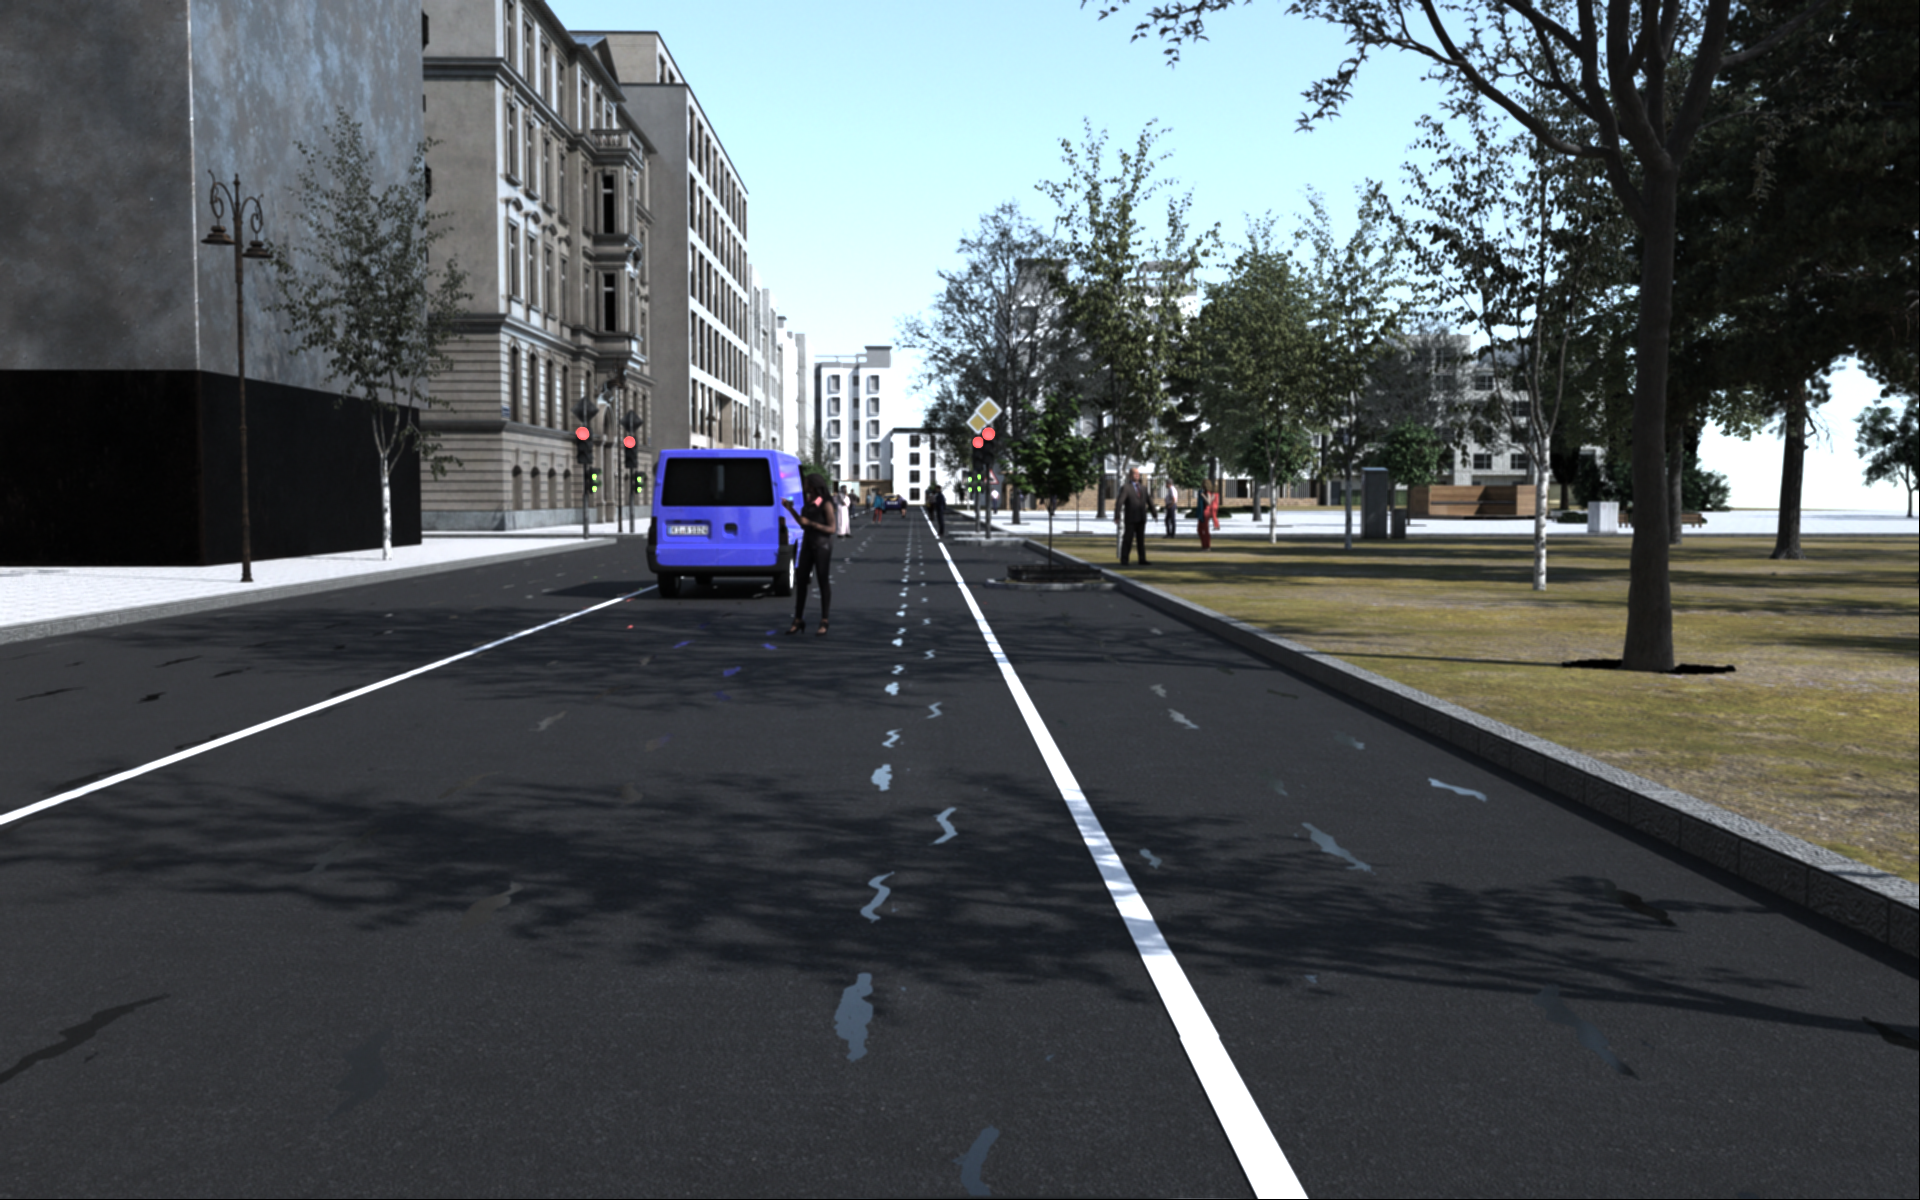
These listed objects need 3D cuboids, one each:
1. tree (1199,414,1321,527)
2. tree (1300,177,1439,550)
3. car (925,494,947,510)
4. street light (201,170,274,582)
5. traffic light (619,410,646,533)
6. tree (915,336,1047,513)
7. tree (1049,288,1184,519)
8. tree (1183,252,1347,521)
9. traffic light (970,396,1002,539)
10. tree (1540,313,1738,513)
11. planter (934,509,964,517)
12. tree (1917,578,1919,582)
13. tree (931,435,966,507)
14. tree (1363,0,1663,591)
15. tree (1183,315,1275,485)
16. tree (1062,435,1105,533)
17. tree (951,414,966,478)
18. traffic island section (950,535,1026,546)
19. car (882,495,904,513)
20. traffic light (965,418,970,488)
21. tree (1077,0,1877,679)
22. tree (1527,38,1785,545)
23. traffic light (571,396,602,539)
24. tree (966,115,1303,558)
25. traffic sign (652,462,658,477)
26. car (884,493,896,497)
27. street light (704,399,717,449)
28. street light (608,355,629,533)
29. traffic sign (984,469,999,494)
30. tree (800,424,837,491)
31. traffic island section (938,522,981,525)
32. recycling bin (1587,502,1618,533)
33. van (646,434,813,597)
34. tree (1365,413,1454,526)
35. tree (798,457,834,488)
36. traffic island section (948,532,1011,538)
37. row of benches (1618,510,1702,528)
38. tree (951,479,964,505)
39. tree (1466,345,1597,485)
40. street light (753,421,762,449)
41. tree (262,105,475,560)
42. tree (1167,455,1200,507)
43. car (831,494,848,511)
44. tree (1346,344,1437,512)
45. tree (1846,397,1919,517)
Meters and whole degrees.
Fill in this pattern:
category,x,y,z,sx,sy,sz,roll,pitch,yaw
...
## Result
category,x,y,z,sx,sy,sz,roll,pitch,yaw
tree,12.468,-5.164,68.150,4.285,4.588,4.351,0,3,0
tree,8.718,-5.467,39.741,4.737,8.622,4.395,0,3,0
car,-2.169,-8.892,155.599,2.015,1.641,3.980,0,4,-1
street light,-10.425,-3.202,25.138,0.468,5.910,1.993,0,4,-1
traffic light,-10.784,-4.140,56.942,0.839,4.213,0.868,0,4,-1
tree,1.704,-10.316,103.081,8.767,10.594,7.601,0,4,-2
tree,7.429,-10.309,90.600,6.751,12.117,7.091,0,3,0
tree,14.159,-9.967,81.080,7.486,12.596,7.792,0,3,0
traffic light,0.782,-3.671,49.271,0.839,4.213,0.868,0,4,-1
tree,48.061,-13.511,122.733,13.155,14.587,18.604,2,4,25
planter,-0.741,-5.371,108.952,1.991,0.319,1.994,0,4,-1
tree,14.189,-6.266,24.510,6.751,12.117,7.091,0,3,0
tree,-0.549,-13.597,172.665,4.360,8.622,3.978,0,3,0
tree,7.690,-4.446,23.050,4.360,8.622,3.978,0,3,0
tree,14.553,-10.875,99.862,6.751,12.117,7.091,0,3,0
tree,3.993,-3.802,56.768,1.663,3.219,1.824,0,3,0
tree,0.776,-11.274,134.687,4.737,8.622,4.395,0,3,0
traffic island section,0.823,-1.658,49.385,2.009,0.180,2.903,0,4,-1
car,-5.009,-7.171,129.830,1.945,1.354,3.894,0,3,0
traffic light,0.573,-4.160,57.254,0.839,4.213,0.868,0,4,-1
tree,5.029,-6.240,12.399,12.009,13.543,11.850,0,3,0
tree,18.556,-7.673,43.580,7.486,12.596,7.792,0,3,0
traffic light,-10.575,-3.652,48.959,0.839,4.213,0.868,0,4,-1
tree,3.392,-5.125,34.157,4.737,8.622,4.395,0,3,0
traffic sign,-11.271,-4.004,65.579,0.768,2.556,0.104,0,4,5
car,-6.818,-9.835,171.030,2.015,1.641,3.980,0,4,0
street light,-11.904,-6.737,82.933,0.468,5.910,1.993,0,4,-1
street light,-11.322,-5.183,57.536,0.468,5.910,1.993,0,4,-1
traffic sign,1.590,-5.508,90.055,0.884,2.594,0.081,0,4,1
tree,-14.701,-14.112,181.094,4.360,8.622,3.978,0,3,0
traffic island section,-0.038,-3.618,82.024,1.991,0.108,1.994,0,4,-1
recycling bin,21.264,-2.736,57.289,0.722,1.027,0.722,-1,4,-11
van,-3.279,-1.313,25.845,2.240,2.365,5.245,0,4,0
tree,18.225,-5.276,69.973,4.285,4.588,4.351,0,3,0
tree,-13.941,-10.263,151.507,4.285,4.588,4.351,0,3,0
traffic island section,0.614,-2.146,57.368,2.009,0.180,2.903,0,4,-1
row of benches,26.455,-3.115,66.399,4.104,0.672,1.422,0,4,-2
tree,-0.042,-13.119,209.093,1.663,3.219,1.824,0,3,0
tree,32.738,-10.065,98.981,7.601,10.594,8.767,0,4,1
street light,-12.612,-8.263,107.890,0.468,5.910,1.993,0,4,-1
tree,-11.085,-5.060,33.095,4.360,8.622,3.978,0,3,0
tree,16.006,-8.341,120.085,4.285,4.588,4.351,0,3,0
car,-9.113,-7.196,127.880,2.015,1.641,3.980,0,4,-3
tree,31.036,-12.346,123.913,6.751,12.117,7.091,0,3,0
tree,53.803,-7.960,93.055,11.467,7.101,20.602,0,4,7
